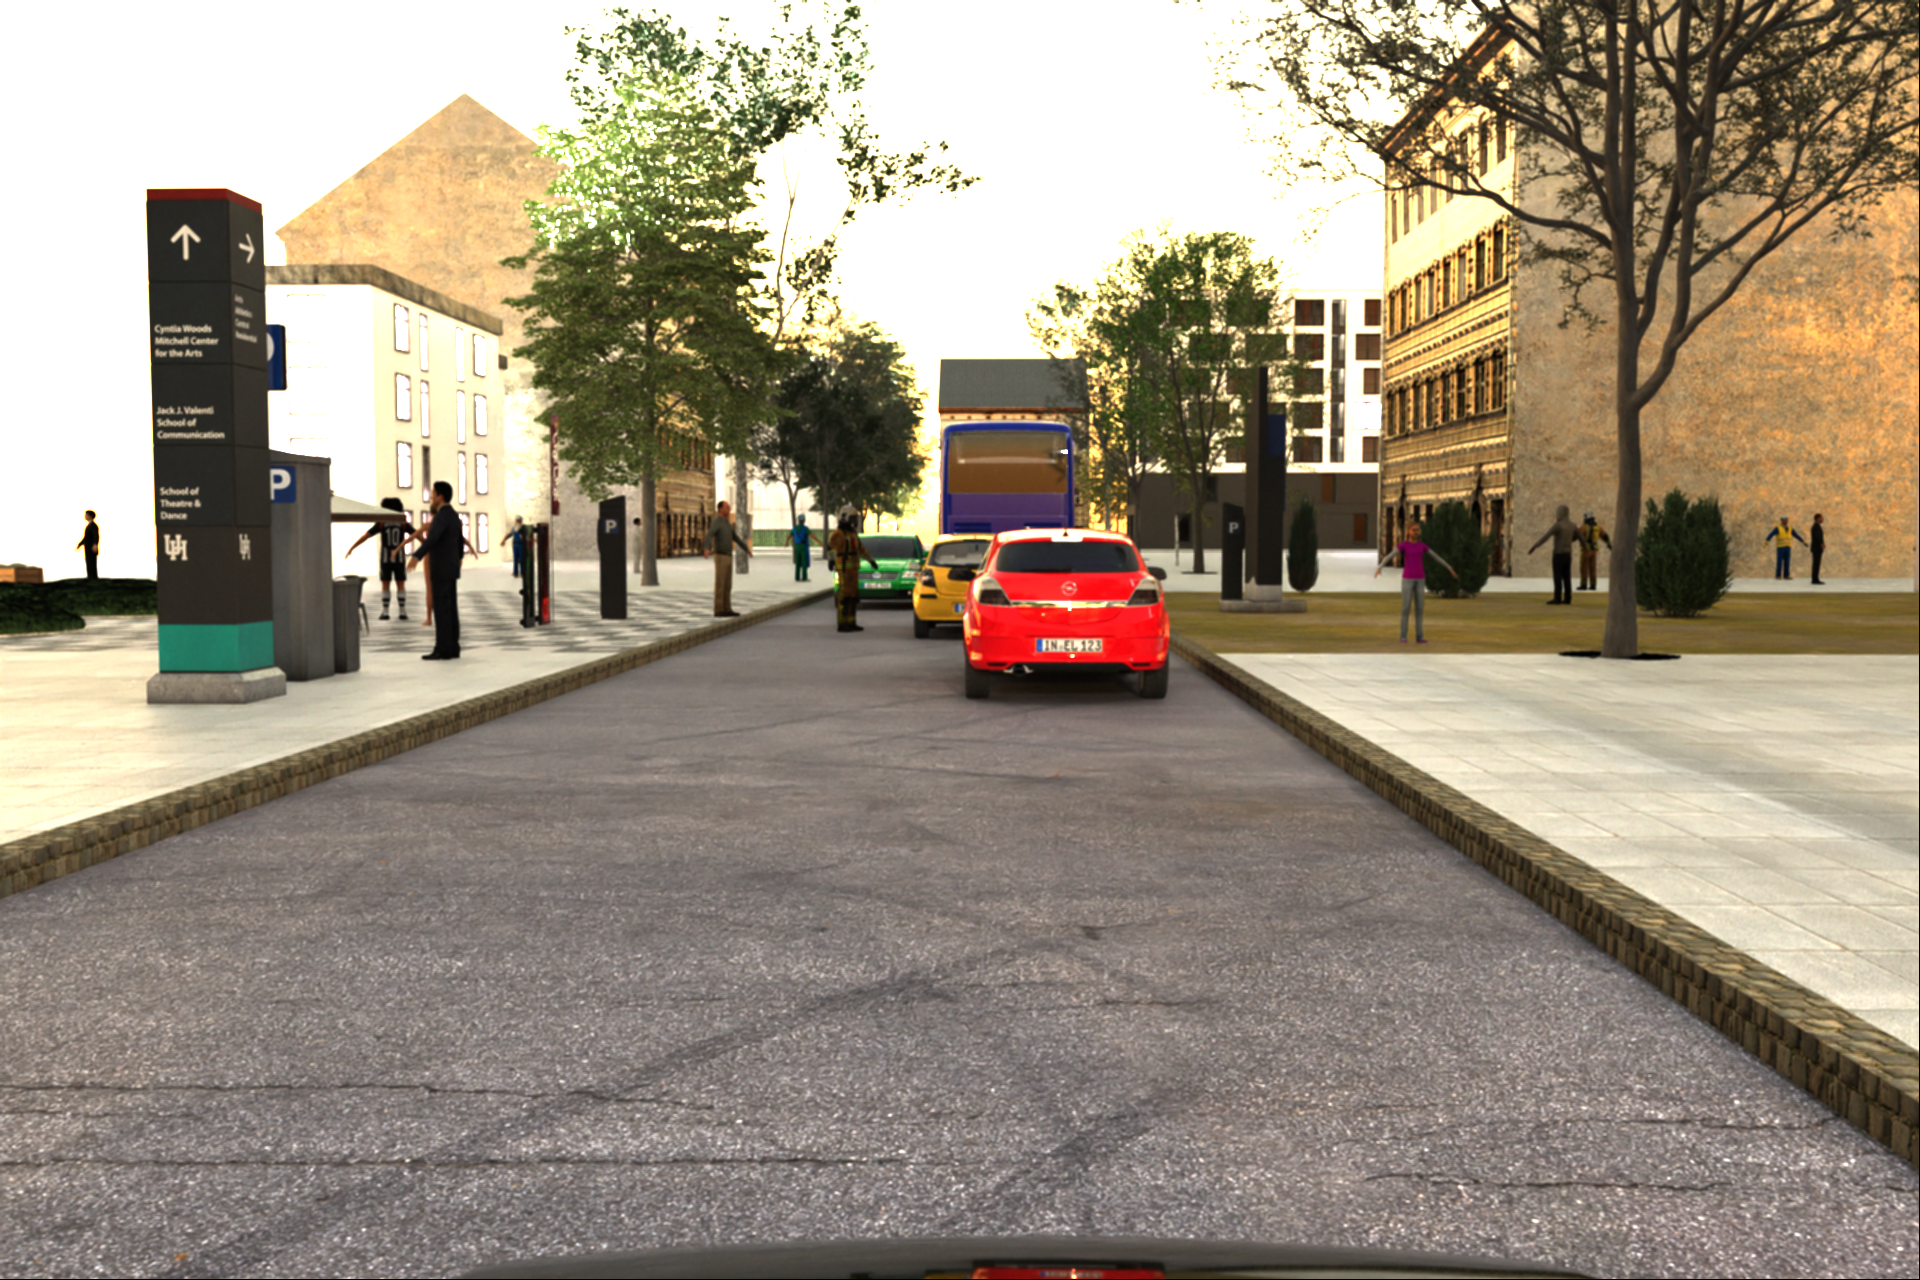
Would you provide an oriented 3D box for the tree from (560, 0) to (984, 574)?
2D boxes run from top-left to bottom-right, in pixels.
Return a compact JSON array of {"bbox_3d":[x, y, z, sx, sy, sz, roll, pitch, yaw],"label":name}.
[{"bbox_3d":[-5.712,-12.163,54.756,12.611,20.169,13.585,0,3,0],"label":"tree"}]

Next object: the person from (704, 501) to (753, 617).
[{"bbox_3d":[-3.646,-1.261,26.885,0.705,1.796,1.348,2,4,23],"label":"person"}]

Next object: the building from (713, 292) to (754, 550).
[{"bbox_3d":[-23.114,-17.134,136.566,16.016,20.090,11.380,0,4,1],"label":"building"}]

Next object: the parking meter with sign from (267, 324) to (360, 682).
[{"bbox_3d":[-5.853,-1.165,15.304,0.543,3.016,1.738,0,4,2],"label":"parking meter with sign"}]

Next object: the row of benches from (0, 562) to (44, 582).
[{"bbox_3d":[-22.001,-1.441,39.017,4.104,0.672,1.422,3,4,36],"label":"row of benches"}]

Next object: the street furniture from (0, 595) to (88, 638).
[{"bbox_3d":[-14.627,-0.218,19.194,5.734,0.657,10.072,1,4,14],"label":"street furniture"}]

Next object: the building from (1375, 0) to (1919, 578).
[{"bbox_3d":[25.582,-13.934,58.758,19.493,23.208,18.063,0,4,2],"label":"building"}]

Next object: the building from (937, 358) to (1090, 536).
[{"bbox_3d":[6.539,-23.328,214.805,18.063,23.208,19.493,0,4,1],"label":"building"}]

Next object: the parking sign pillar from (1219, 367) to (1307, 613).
[{"bbox_3d":[5.026,-2.456,28.629,1.447,3.967,1.447,0,4,0],"label":"parking sign pillar"}]

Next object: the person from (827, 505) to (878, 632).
[{"bbox_3d":[-1.622,-1.052,25.430,0.705,1.858,1.354,2,4,26],"label":"person"}]

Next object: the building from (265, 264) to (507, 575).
[{"bbox_3d":[-22.491,-7.709,68.187,9.099,9.664,28.070,0,4,1],"label":"building"}]

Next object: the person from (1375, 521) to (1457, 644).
[{"bbox_3d":[5.319,-0.672,20.251,0.991,1.433,0.599,0,4,-6],"label":"person"}]

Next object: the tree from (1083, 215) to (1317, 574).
[{"bbox_3d":[7.739,-7.961,55.925,9.928,11.665,9.643,0,3,0],"label":"tree"}]

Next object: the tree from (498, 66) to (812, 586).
[{"bbox_3d":[-7.457,-7.604,42.448,7.486,12.596,7.792,0,3,0],"label":"tree"}]

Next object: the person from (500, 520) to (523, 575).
[{"bbox_3d":[-13.776,-2.900,53.872,0.721,1.772,1.216,3,5,39],"label":"person"}]

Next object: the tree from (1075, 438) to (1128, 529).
[{"bbox_3d":[9.838,-10.707,125.425,4.737,8.622,4.395,0,3,0],"label":"tree"}]

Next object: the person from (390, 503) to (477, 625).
[{"bbox_3d":[-7.402,-1.078,24.422,1.217,1.733,0.721,-2,4,-31],"label":"person"}]

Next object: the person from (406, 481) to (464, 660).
[{"bbox_3d":[-5.326,-0.718,17.788,0.704,1.823,1.345,0,4,4],"label":"person"}]

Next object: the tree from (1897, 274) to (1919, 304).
[{"bbox_3d":[19.052,-4.973,31.673,4.360,8.622,3.978,0,3,0],"label":"tree"}]

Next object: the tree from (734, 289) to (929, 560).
[{"bbox_3d":[-6.601,-10.755,86.212,12.009,13.543,11.850,0,3,0],"label":"tree"}]

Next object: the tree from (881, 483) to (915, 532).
[{"bbox_3d":[-7.536,-15.851,209.532,4.737,8.622,4.395,0,3,0],"label":"tree"}]

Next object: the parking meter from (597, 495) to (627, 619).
[{"bbox_3d":[-5.267,-1.254,26.215,0.399,1.863,0.255,0,4,0],"label":"parking meter"}]

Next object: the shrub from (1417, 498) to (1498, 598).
[{"bbox_3d":[9.900,-1.855,34.749,1.690,2.028,1.600,0,3,0],"label":"shrub"}]

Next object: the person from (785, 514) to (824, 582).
[{"bbox_3d":[-4.236,-2.476,46.602,1.347,1.817,0.704,2,4,35],"label":"person"}]

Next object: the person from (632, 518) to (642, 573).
[{"bbox_3d":[-10.518,-3.085,56.630,0.705,1.806,1.347,-1,4,-20],"label":"person"}]

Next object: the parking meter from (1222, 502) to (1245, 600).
[{"bbox_3d":[5.007,-1.591,31.720,0.399,1.863,0.255,0,4,2],"label":"parking meter"}]

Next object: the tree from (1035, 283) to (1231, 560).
[{"bbox_3d":[8.637,-10.672,84.860,12.009,13.543,11.850,0,3,0],"label":"tree"}]

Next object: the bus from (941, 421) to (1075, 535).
[{"bbox_3d":[1.047,-2.883,38.681,2.896,3.916,12.251,0,4,1],"label":"bus"}]

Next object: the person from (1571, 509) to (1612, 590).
[{"bbox_3d":[14.384,-2.073,39.670,1.354,1.858,0.705,-1,4,-16],"label":"person"}]

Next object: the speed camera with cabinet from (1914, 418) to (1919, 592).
[{"bbox_3d":[3.998,-0.698,5.752,0.660,3.252,2.038,0,4,1],"label":"speed camera with cabinet"}]

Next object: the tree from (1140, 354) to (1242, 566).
[{"bbox_3d":[8.884,-7.280,69.385,4.737,8.622,4.395,0,3,0],"label":"tree"}]

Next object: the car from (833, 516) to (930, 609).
[{"bbox_3d":[-1.482,-1.577,34.578,1.959,1.807,4.718,0,4,2],"label":"car"}]

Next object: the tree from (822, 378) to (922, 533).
[{"bbox_3d":[-6.200,-11.380,111.815,9.928,11.665,9.643,0,3,0],"label":"tree"}]

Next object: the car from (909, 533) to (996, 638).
[{"bbox_3d":[0.236,-0.918,25.238,2.015,1.641,3.980,0,4,1],"label":"car"}]

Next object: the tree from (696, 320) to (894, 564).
[{"bbox_3d":[-7.063,-8.566,74.472,8.767,10.594,7.601,-1,4,-8],"label":"tree"}]

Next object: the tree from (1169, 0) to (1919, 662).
[{"bbox_3d":[6.968,-6.551,17.476,12.009,13.543,11.850,0,3,0],"label":"tree"}]

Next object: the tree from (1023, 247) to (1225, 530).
[{"bbox_3d":[11.014,-15.756,113.492,12.611,20.169,13.585,0,3,0],"label":"tree"}]

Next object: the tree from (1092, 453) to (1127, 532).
[{"bbox_3d":[19.869,-18.077,213.686,7.486,12.596,7.792,0,3,0],"label":"tree"}]

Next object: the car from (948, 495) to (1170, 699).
[{"bbox_3d":[0.946,-0.461,16.579,2.155,1.783,4.494,0,4,1],"label":"car"}]

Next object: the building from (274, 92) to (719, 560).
[{"bbox_3d":[-24.351,-16.193,95.683,19.493,23.208,18.063,0,4,2],"label":"building"}]

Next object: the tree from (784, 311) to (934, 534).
[{"bbox_3d":[-6.182,-11.892,101.090,9.857,13.997,8.962,0,3,0],"label":"tree"}]

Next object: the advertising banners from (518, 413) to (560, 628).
[{"bbox_3d":[-5.913,-1.732,24.513,0.090,3.025,2.074,0,4,2],"label":"advertising banners"}]

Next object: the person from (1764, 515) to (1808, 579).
[{"bbox_3d":[23.300,-2.629,48.951,1.349,1.833,0.705,-1,4,-9],"label":"person"}]

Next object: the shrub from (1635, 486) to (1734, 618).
[{"bbox_3d":[11.108,-1.369,26.804,1.690,2.028,1.600,0,3,0],"label":"shrub"}]

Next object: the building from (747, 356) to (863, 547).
[{"bbox_3d":[-20.234,-19.658,187.868,16.747,18.905,31.486,0,4,2],"label":"building"}]

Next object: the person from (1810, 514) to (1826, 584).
[{"bbox_3d":[21.990,-2.333,44.364,0.704,1.802,1.346,1,4,22],"label":"person"}]

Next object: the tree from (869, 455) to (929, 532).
[{"bbox_3d":[-7.579,-18.251,216.535,7.486,12.596,7.792,0,3,0],"label":"tree"}]

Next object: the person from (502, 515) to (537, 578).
[{"bbox_3d":[-12.972,-2.763,51.031,1.347,1.847,0.705,1,4,21],"label":"person"}]

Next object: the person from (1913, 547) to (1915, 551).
[{"bbox_3d":[21.662,-2.006,38.571,0.705,1.856,1.354,0,4,4],"label":"person"}]

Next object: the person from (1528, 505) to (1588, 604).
[{"bbox_3d":[10.980,-1.560,31.640,1.348,1.813,0.705,-2,4,-23],"label":"person"}]

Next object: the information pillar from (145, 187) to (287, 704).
[{"bbox_3d":[-5.758,-1.465,13.334,0.750,3.857,0.750,0,4,2],"label":"information pillar"}]

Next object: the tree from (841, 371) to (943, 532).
[{"bbox_3d":[-5.853,-13.160,125.534,12.009,13.543,11.850,0,3,0],"label":"tree"}]

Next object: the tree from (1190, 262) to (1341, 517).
[{"bbox_3d":[8.360,-5.924,47.217,4.360,8.622,3.978,0,3,0],"label":"tree"}]

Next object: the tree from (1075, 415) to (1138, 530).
[{"bbox_3d":[9.238,-9.432,104.579,4.360,8.622,3.978,0,3,0],"label":"tree"}]

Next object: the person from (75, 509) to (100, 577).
[{"bbox_3d":[-18.628,-1.889,37.071,0.705,1.806,1.347,-3,5,-42],"label":"person"}]

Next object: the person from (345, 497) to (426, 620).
[{"bbox_3d":[-8.500,-1.211,25.949,1.345,1.843,0.704,-1,4,-22],"label":"person"}]

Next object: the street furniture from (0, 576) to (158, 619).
[{"bbox_3d":[-15.714,-0.901,30.364,10.072,0.657,5.734,2,4,35],"label":"street furniture"}]

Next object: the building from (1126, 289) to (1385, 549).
[{"bbox_3d":[29.244,-19.372,160.704,27.936,21.610,32.646,0,4,1],"label":"building"}]
